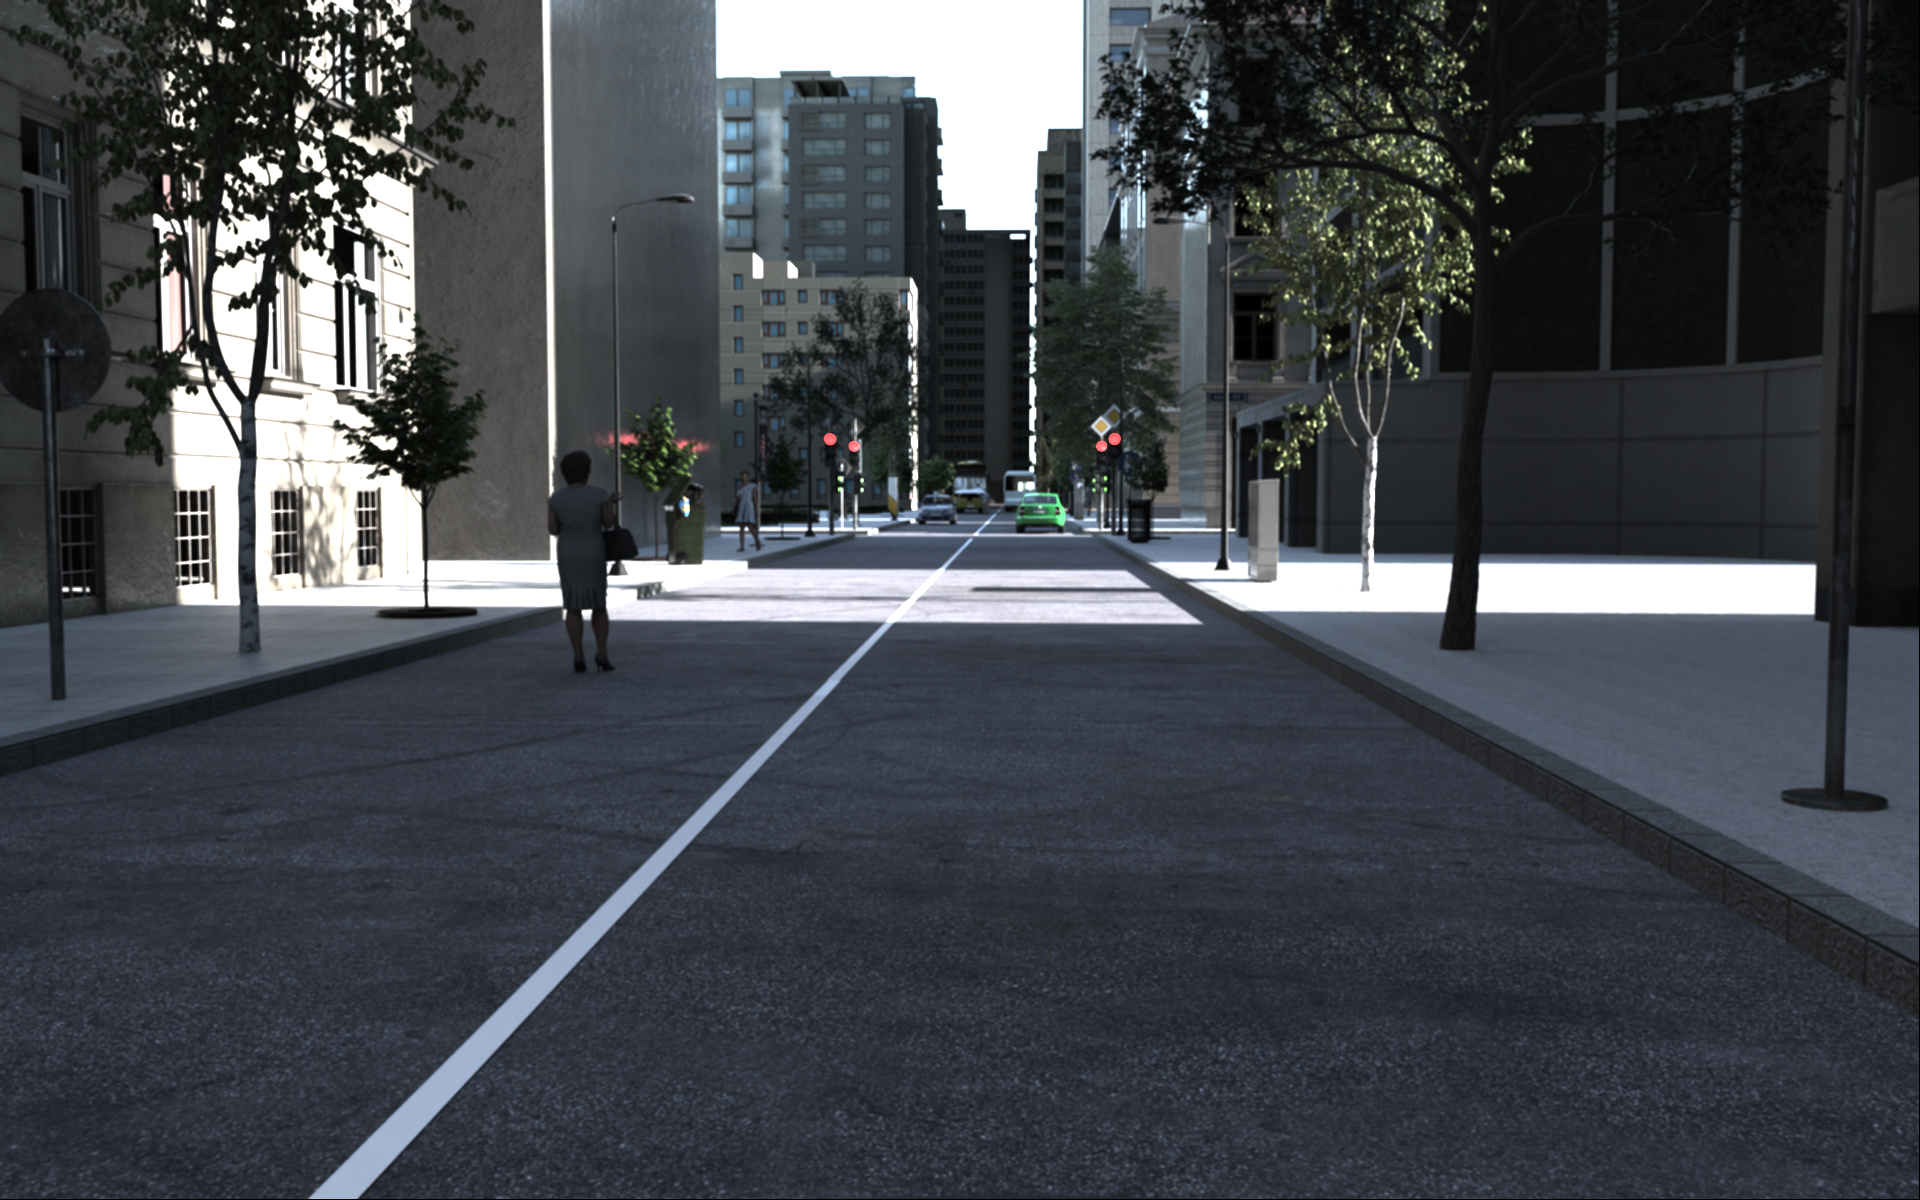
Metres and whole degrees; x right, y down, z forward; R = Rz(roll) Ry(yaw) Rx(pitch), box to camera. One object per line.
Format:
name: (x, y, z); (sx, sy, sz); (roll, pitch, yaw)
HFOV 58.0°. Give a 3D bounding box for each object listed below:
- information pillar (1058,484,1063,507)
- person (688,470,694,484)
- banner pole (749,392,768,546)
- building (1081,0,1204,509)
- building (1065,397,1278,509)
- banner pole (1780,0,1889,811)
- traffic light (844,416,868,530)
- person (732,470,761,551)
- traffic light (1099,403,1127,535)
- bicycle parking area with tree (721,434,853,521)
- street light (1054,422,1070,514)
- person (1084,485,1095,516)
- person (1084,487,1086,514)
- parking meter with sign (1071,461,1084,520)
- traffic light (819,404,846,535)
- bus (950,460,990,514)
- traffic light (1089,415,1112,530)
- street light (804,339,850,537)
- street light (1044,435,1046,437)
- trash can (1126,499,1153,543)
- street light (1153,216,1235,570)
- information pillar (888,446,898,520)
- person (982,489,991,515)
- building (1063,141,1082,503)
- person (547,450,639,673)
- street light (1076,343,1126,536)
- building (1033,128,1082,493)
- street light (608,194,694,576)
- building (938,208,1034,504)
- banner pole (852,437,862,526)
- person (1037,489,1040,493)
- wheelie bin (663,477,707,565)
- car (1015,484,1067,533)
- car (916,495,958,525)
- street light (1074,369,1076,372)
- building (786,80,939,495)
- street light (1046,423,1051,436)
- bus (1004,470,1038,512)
information pillar: (7.518, -7.657, 129.691); (0.304, 2.012, 0.304); (-2, 4, -24)
person: (-6.423, -2.138, 40.879); (0.514, 1.842, 0.818); (-3, 5, -43)
banner pole: (-4.941, -3.236, 42.923); (0.401, 3.779, 0.863); (1, 4, 20)
building: (21.791, -37.837, 160.636); (21.231, 58.520, 28.212); (0, 4, 2)
building: (21.893, -45.653, 184.672); (20.563, 71.187, 20.611); (0, 4, 2)
banner pole: (3.527, -1.031, 6.871); (0.401, 3.779, 0.863); (2, 4, 26)
traffic light: (-3.744, -4.471, 62.027); (0.839, 4.253, 0.868); (0, 4, 2)
person: (-4.799, -1.997, 38.794); (0.616, 1.811, 0.778); (2, 4, 29)
traffic light: (4.760, -3.967, 53.785); (0.839, 4.253, 0.868); (0, 4, 2)
bicycle parking area with tree: (-9.622, -5.894, 83.369); (8.231, 4.147, 9.016); (2, 4, 27)
street light: (5.636, -7.075, 88.214); (1.470, 5.913, 1.316); (0, 4, 2)
person: (7.480, -5.791, 100.848); (0.709, 1.813, 0.853); (-1, 4, -19)
person: (7.612, -6.205, 108.065); (0.524, 1.755, 0.480); (2, 4, 33)
parking meter with sign: (5.871, -5.487, 85.971); (0.543, 3.016, 1.738); (0, 4, -4)
traffic light: (-3.997, -3.983, 54.046); (0.839, 4.253, 0.868); (0, 4, 2)
bus: (0.814, -8.491, 130.374); (2.896, 3.916, 12.252); (0, 4, 1)
traffic light: (5.013, -4.455, 61.766); (0.839, 4.253, 0.868); (0, 4, 2)
street light: (-3.988, -4.862, 52.035); (1.470, 5.913, 1.316); (0, 4, 2)
street light: (7.317, -10.017, 136.323); (1.470, 5.913, 1.316); (0, 4, 2)
trash can: (4.721, -2.076, 45.597); (0.748, 1.137, 0.748); (0, 3, 0)
street light: (3.923, -3.460, 29.116); (1.470, 5.913, 1.316); (0, 4, 2)
information pillar: (-3.271, -5.697, 84.502); (0.504, 3.616, 0.183); (2, 4, 31)
person: (1.844, -6.822, 120.231); (0.606, 1.804, 0.583); (0, 4, 3)
building: (19.168, -31.782, 203.235); (14.154, 41.232, 14.086); (0, 4, 2)
person: (-2.962, -0.317, 14.038); (0.716, 1.782, 0.532); (0, 4, -4)
street light: (4.437, -4.950, 53.476); (1.470, 5.913, 1.316); (0, 4, 2)
building: (20.687, -37.215, 232.172); (21.600, 48.544, 21.300); (0, 4, 2)
street light: (-4.828, -3.332, 27.023); (1.470, 5.913, 1.316); (0, 4, 2)
building: (-1.929, -33.431, 238.478); (23.993, 40.220, 32.217); (0, 4, 2)
banner pole: (-4.070, -4.870, 69.637); (0.401, 3.779, 0.863); (-1, 4, -20)
person: (6.117, -7.617, 133.211); (0.590, 1.801, 0.661); (1, 4, 11)
wheelie bin: (-4.988, -1.443, 31.503); (0.693, 1.594, 0.980); (-2, 4, -26)
car: (3.022, -3.414, 64.615); (1.959, 1.807, 4.718); (0, 4, 4)
car: (-1.069, -4.346, 83.053); (2.014, 1.417, 4.499); (0, 4, 1)
street light: (4.930, -5.605, 64.185); (1.470, 5.913, 1.316); (0, 4, 2)
building: (-9.447, -29.970, 173.608); (14.154, 41.232, 14.086); (0, 4, 2)
street light: (6.522, -8.544, 112.238); (1.470, 5.913, 1.316); (0, 4, 2)
bus: (5.020, -9.145, 144.386); (2.948, 3.499, 13.247); (0, 4, 2)
